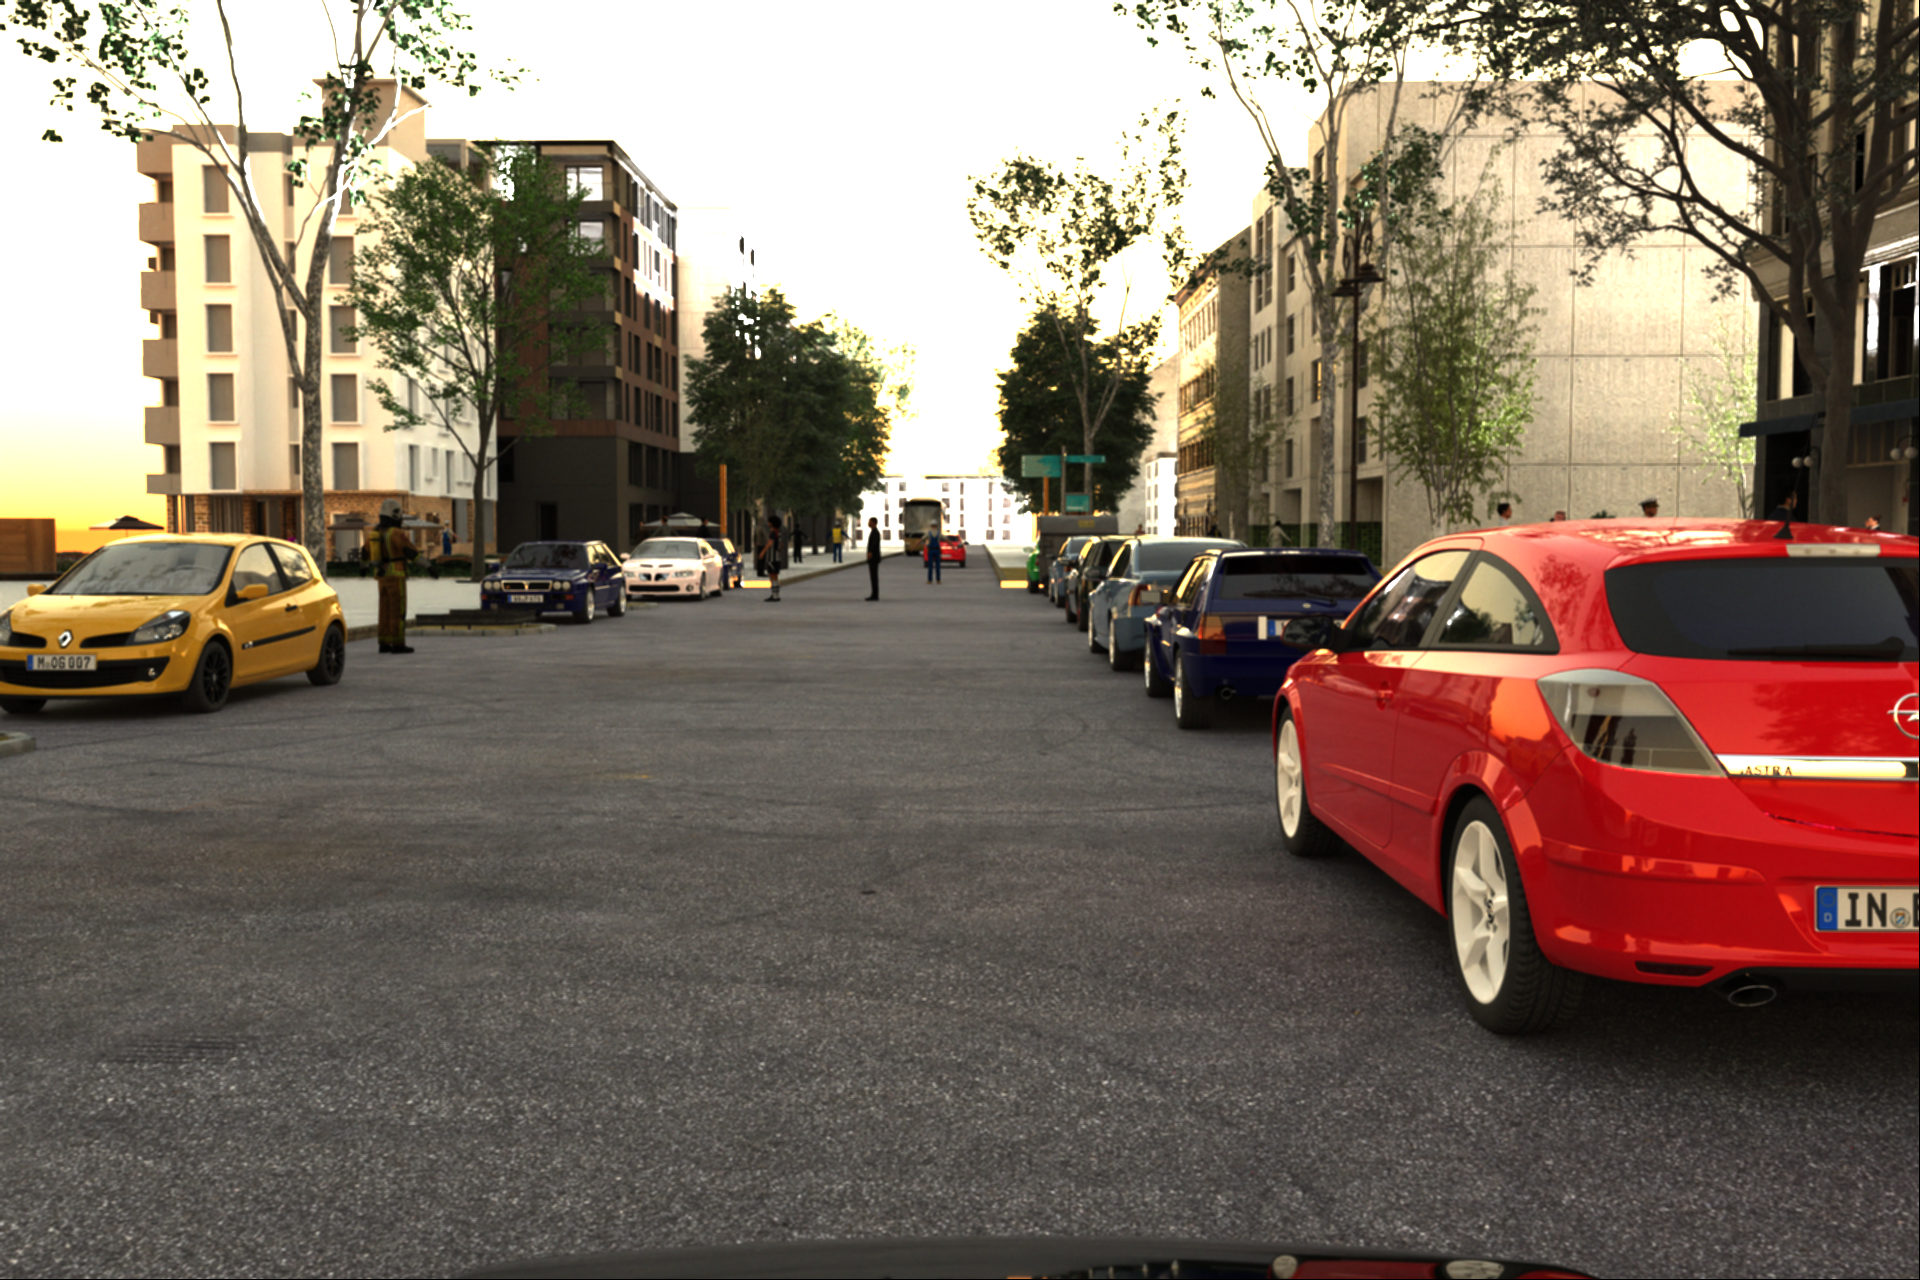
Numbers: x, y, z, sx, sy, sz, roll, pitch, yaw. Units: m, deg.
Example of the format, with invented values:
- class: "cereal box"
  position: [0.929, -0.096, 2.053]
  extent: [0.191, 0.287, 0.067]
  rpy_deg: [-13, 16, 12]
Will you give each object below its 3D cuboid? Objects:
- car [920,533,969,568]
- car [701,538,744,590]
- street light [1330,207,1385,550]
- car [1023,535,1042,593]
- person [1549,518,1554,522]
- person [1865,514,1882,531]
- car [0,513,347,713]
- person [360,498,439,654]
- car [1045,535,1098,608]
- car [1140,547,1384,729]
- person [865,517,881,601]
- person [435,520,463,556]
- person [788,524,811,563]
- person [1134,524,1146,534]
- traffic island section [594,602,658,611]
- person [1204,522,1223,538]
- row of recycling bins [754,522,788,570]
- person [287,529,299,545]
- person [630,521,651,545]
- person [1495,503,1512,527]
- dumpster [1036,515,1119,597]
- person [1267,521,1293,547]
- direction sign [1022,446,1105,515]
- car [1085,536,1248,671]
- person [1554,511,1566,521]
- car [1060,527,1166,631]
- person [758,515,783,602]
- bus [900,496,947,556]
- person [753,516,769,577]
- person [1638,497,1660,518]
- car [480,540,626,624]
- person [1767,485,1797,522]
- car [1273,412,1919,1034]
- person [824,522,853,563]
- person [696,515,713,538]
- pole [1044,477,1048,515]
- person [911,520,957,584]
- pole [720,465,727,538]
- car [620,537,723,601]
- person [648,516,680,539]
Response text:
- class: "car"
  position: [-0.668, -4.046, 75.196]
  extent: [2.155, 1.783, 4.494]
  rpy_deg: [0, 4, -1]
- class: "car"
  position: [-6.717, -2.009, 45.421]
  extent: [1.945, 1.354, 3.894]
  rpy_deg: [0, 4, 0]
- class: "street light"
  position: [5.687, -3.191, 24.956]
  extent: [0.468, 5.910, 1.993]
  rpy_deg: [0, 4, 1]
- class: "car"
  position: [2.574, -2.106, 43.235]
  extent: [1.959, 1.807, 4.718]
  rpy_deg: [0, 4, 1]
- class: "person"
  position: [19.695, -3.138, 57.495]
  extent: [0.705, 1.806, 1.347]
  rpy_deg: [-2, 4, -34]
- class: "person"
  position: [20.220, -1.939, 38.547]
  extent: [0.445, 1.727, 0.742]
  rpy_deg: [0, 4, -3]
- class: "car"
  position: [-6.795, -0.297, 15.078]
  extent: [2.015, 1.641, 3.980]
  rpy_deg: [0, 4, 1]
- class: "person"
  position: [-6.825, -0.773, 20.871]
  extent: [1.354, 1.858, 0.705]
  rpy_deg: [2, 4, 33]
- class: "car"
  position: [2.740, -1.404, 34.960]
  extent: [2.014, 1.417, 4.499]
  rpy_deg: [0, 4, 0]
- class: "car"
  position: [2.476, -0.090, 14.048]
  extent: [1.945, 1.354, 3.894]
  rpy_deg: [0, 4, 1]
- class: "person"
  position: [-1.892, -1.756, 37.389]
  extent: [0.704, 1.802, 1.346]
  rpy_deg: [0, 4, -3]
- class: "person"
  position: [-21.038, -3.991, 71.107]
  extent: [1.347, 1.847, 0.705]
  rpy_deg: [1, 4, 20]
- class: "person"
  position: [-7.153, -4.289, 76.841]
  extent: [1.216, 1.740, 0.721]
  rpy_deg: [2, 4, 25]
- class: "person"
  position: [8.170, -4.359, 78.074]
  extent: [1.217, 1.733, 0.721]
  rpy_deg: [-2, 4, -26]
- class: "traffic island section"
  position: [-6.889, -0.641, 33.348]
  extent: [1.991, 0.108, 1.994]
  rpy_deg: [0, 4, 1]
- class: "person"
  position: [12.220, -4.760, 83.601]
  extent: [1.354, 1.856, 0.705]
  rpy_deg: [-2, 4, -31]
- class: "row of recycling bins"
  position: [-6.827, -3.421, 63.042]
  extent: [1.069, 1.692, 3.534]
  rpy_deg: [0, 4, 2]
- class: "person"
  position: [-18.542, -2.360, 47.850]
  extent: [0.991, 1.433, 0.599]
  rpy_deg: [3, 4, 39]
- class: "person"
  position: [-12.922, -3.935, 70.475]
  extent: [1.346, 1.812, 0.704]
  rpy_deg: [3, 5, 39]
- class: "person"
  position: [9.374, -1.445, 29.785]
  extent: [0.704, 1.810, 1.344]
  rpy_deg: [1, 4, 10]
- class: "dumpster"
  position: [2.694, -1.925, 39.685]
  extent: [1.865, 1.857, 1.264]
  rpy_deg: [0, 4, 0]
- class: "person"
  position: [12.320, -3.719, 66.984]
  extent: [0.705, 1.806, 1.347]
  rpy_deg: [-2, 4, -34]
- class: "direction sign"
  position: [3.126, -3.858, 51.836]
  extent: [2.525, 3.948, 1.411]
  rpy_deg: [0, 3, 0]
- class: "car"
  position: [2.440, -0.453, 19.411]
  extent: [2.014, 1.417, 4.499]
  rpy_deg: [0, 4, 0]
- class: "person"
  position: [13.595, -2.022, 39.206]
  extent: [0.704, 1.811, 1.347]
  rpy_deg: [1, 4, 10]
- class: "car"
  position: [2.581, -1.045, 26.880]
  extent: [2.009, 1.686, 4.222]
  rpy_deg: [0, 3, 0]
- class: "person"
  position: [-3.989, -1.729, 36.874]
  extent: [0.704, 1.843, 1.345]
  rpy_deg: [1, 4, 10]
- class: "bus"
  position: [-2.283, -7.621, 116.144]
  extent: [2.896, 3.916, 12.252]
  rpy_deg: [0, 4, 1]
- class: "person"
  position: [-5.896, -2.788, 51.712]
  extent: [0.705, 1.813, 1.348]
  rpy_deg: [-2, 4, -32]
- class: "person"
  position: [10.618, -1.276, 26.649]
  extent: [1.343, 1.855, 0.704]
  rpy_deg: [-3, 5, -42]
- class: "car"
  position: [-6.733, -0.996, 28.863]
  extent: [1.945, 1.354, 3.894]
  rpy_deg: [0, 4, 1]
- class: "person"
  position: [9.212, -0.812, 19.318]
  extent: [0.704, 1.823, 1.345]
  rpy_deg: [0, 4, 1]
- class: "car"
  position: [2.364, 0.158, 6.455]
  extent: [2.155, 1.783, 4.494]
  rpy_deg: [0, 4, -1]
- class: "person"
  position: [-5.432, -4.342, 76.955]
  extent: [1.349, 1.833, 0.705]
  rpy_deg: [1, 4, 12]
- class: "person"
  position: [-7.632, -2.812, 51.906]
  extent: [0.705, 1.837, 1.347]
  rpy_deg: [-3, 4, -36]
- class: "pole"
  position: [3.087, -4.181, 62.205]
  extent: [0.158, 3.312, 0.155]
  rpy_deg: [0, 3, 0]
- class: "person"
  position: [-0.746, -2.536, 49.784]
  extent: [1.347, 1.847, 0.705]
  rpy_deg: [0, 4, -5]
- class: "pole"
  position: [-6.958, -3.492, 50.932]
  extent: [0.158, 3.312, 0.155]
  rpy_deg: [0, 3, 0]
- class: "car"
  position: [-6.396, -1.597, 38.474]
  extent: [2.083, 1.381, 4.827]
  rpy_deg: [0, 4, 0]
- class: "person"
  position: [-8.372, -2.616, 49.037]
  extent: [1.348, 1.796, 0.705]
  rpy_deg: [-3, 5, -41]
